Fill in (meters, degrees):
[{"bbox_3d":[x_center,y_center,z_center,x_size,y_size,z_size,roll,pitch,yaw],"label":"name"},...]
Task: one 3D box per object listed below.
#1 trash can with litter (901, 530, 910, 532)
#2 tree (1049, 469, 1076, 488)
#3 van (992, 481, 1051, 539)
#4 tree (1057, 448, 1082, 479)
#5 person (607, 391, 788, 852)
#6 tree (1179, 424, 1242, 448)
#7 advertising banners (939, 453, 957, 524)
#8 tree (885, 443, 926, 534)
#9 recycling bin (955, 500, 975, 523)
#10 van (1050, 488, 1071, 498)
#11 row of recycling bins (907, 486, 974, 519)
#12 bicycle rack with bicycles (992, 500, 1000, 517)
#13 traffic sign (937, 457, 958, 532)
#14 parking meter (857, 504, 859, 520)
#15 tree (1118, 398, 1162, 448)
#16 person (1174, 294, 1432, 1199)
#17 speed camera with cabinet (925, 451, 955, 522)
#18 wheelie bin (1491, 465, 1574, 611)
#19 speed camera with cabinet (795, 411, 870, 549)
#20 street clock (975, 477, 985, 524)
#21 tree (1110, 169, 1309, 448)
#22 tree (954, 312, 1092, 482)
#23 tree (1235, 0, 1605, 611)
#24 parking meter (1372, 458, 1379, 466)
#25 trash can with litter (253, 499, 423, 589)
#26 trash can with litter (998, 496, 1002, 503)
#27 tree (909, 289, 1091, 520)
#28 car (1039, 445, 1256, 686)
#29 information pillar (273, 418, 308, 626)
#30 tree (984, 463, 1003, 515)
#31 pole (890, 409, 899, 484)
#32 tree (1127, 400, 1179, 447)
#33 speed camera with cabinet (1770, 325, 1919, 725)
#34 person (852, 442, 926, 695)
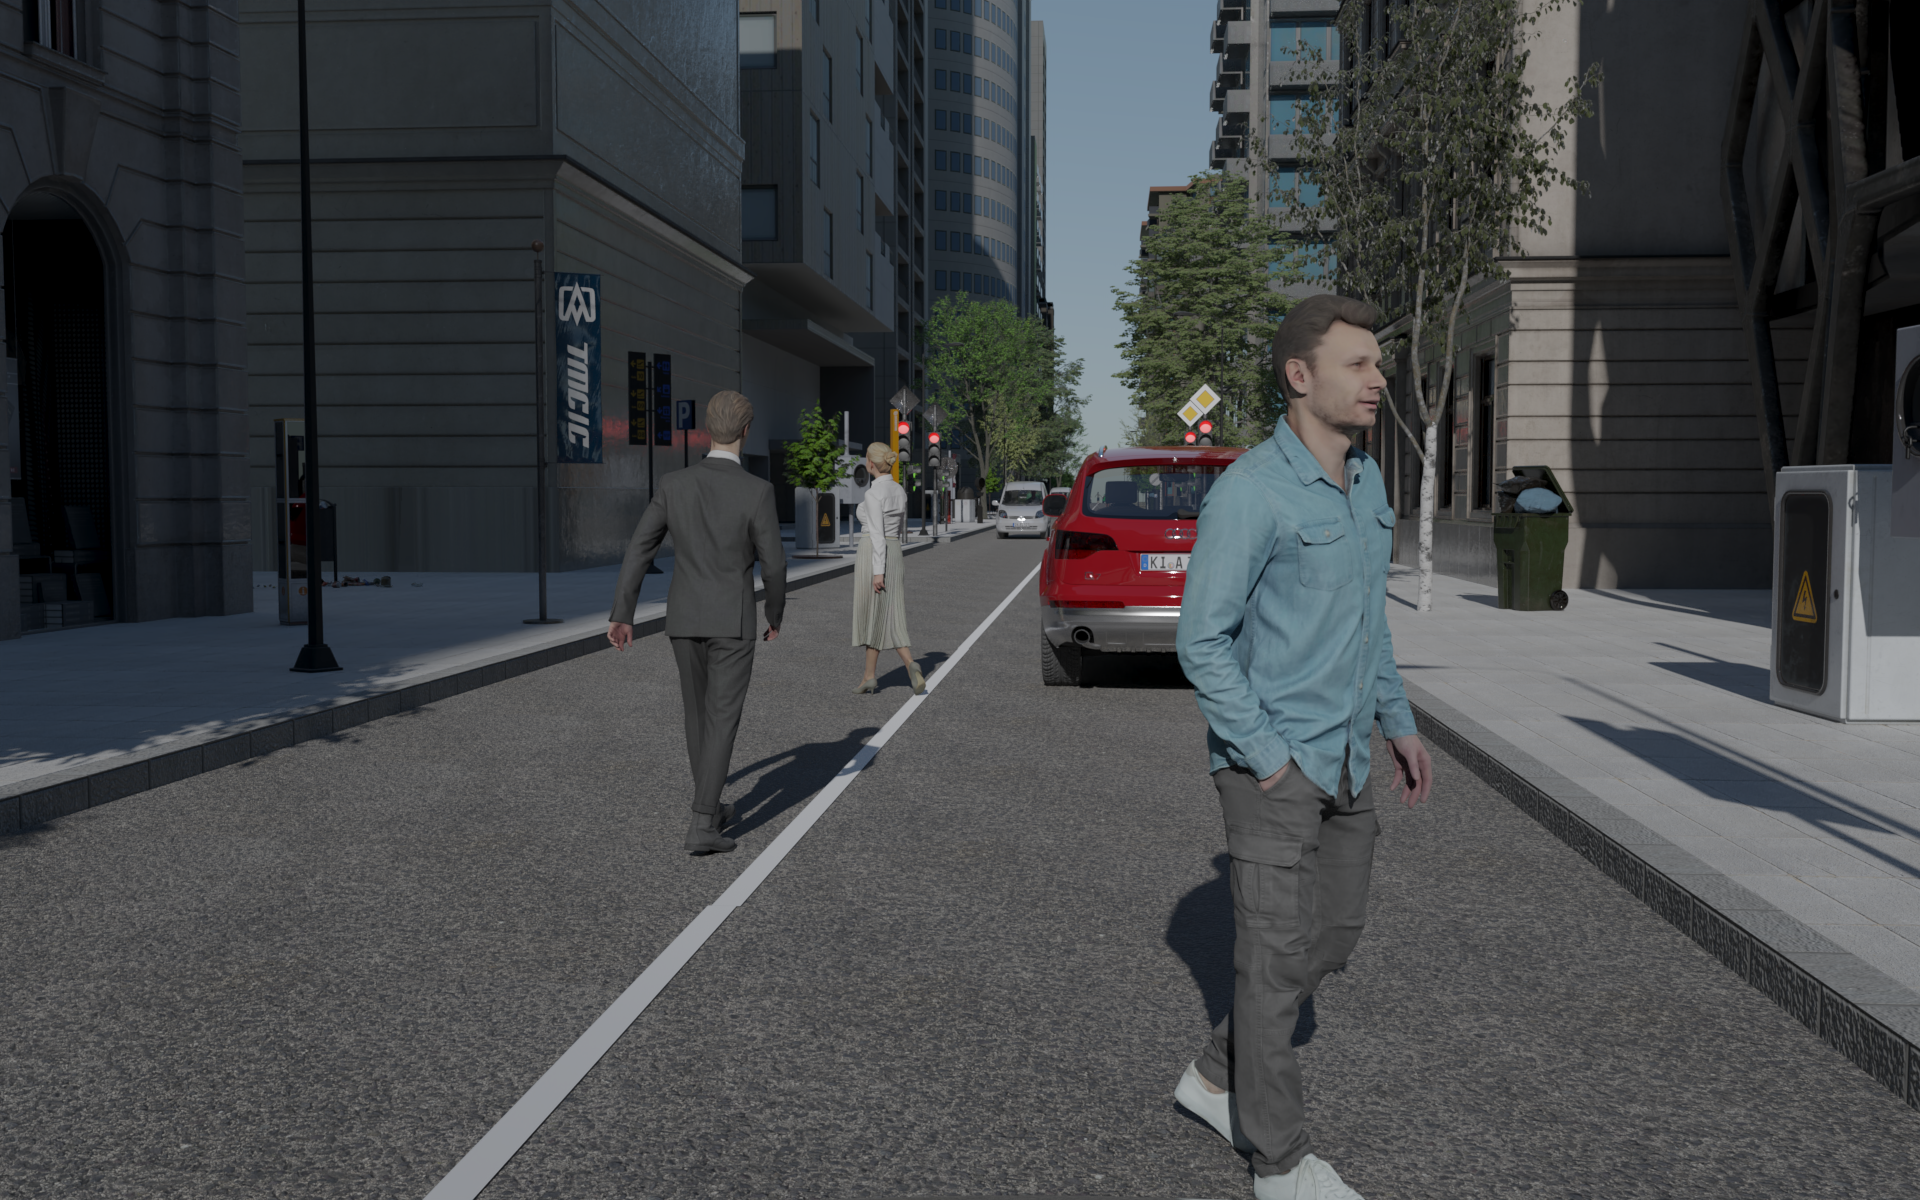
[{"bbox_3d":[-2.519,-2.948,59.258,1.678,1.210,2.233,1,4,21],"label":"trash can with litter"},{"bbox_3d":[14.938,-15.861,243.039,4.285,4.588,4.351,0,3,0],"label":"tree"},{"bbox_3d":[2.085,-3.018,56.348,2.013,2.044,4.112,0,4,5],"label":"van"},{"bbox_3d":[17.303,-21.539,286.574,8.767,10.594,7.601,-1,4,-19],"label":"tree"},{"bbox_3d":[-0.995,0.072,7.093,0.659,1.850,0.755,1,4,15],"label":"person"},{"bbox_3d":[10.085,-5.369,71.492,4.285,4.588,4.351,0,3,0],"label":"tree"},{"bbox_3d":[-0.502,-4.754,73.911,0.090,3.025,2.074,1,4,21],"label":"advertising banners"},{"bbox_3d":[-2.167,-3.774,56.303,1.663,3.219,1.824,0,3,0],"label":"tree"},{"bbox_3d":[0.223,-4.011,78.141,0.722,1.027,0.722,1,4,23],"label":"recycling bin"},{"bbox_3d":[6.397,-6.294,109.918,2.013,2.044,4.112,0,4,5],"label":"van"},{"bbox_3d":[-1.033,-5.152,91.354,3.534,1.692,1.069,0,4,-6],"label":"row of recycling bins"},{"bbox_3d":[1.502,-5.237,99.002,2.852,0.926,2.925,1,4,15],"label":"bicycle rack with bicycles"},{"bbox_3d":[-0.466,-3.614,59.203,0.768,2.556,0.104,1,4,10],"label":"traffic sign"},{"bbox_3d":[-4.897,-4.698,85.229,0.372,1.533,0.369,0,3,0],"label":"parking meter"},{"bbox_3d":[14.189,-11.127,132.290,4.737,8.622,4.395,0,3,0],"label":"tree"},{"bbox_3d":[0.664,0.302,3.581,0.620,1.820,0.660,3,5,39],"label":"person"},{"bbox_3d":[-0.970,-5.213,79.569,0.660,3.252,2.038,-2,4,-30],"label":"speed camera with cabinet"},{"bbox_3d":[6.316,-0.688,19.152,0.693,1.594,0.980,-1,4,-17],"label":"wheelie bin"},{"bbox_3d":[-2.998,-2.849,40.909,0.660,3.252,2.038,3,4,38],"label":"speed camera with cabinet"},{"bbox_3d":[0.877,-4.339,75.508,0.358,2.002,0.471,3,5,41],"label":"street clock"},{"bbox_3d":[8.783,-8.764,61.418,7.486,12.596,7.792,0,3,0],"label":"tree"},{"bbox_3d":[4.087,-13.108,120.978,9.857,13.997,8.962,0,3,0],"label":"tree"},{"bbox_3d":[5.104,-4.197,18.981,4.360,8.622,3.978,0,3,0],"label":"tree"},{"bbox_3d":[6.568,-1.364,28.017,0.255,1.863,0.399,3,4,39],"label":"parking meter"},{"bbox_3d":[-8.612,-0.795,24.048,2.233,1.210,1.678,1,4,12],"label":"trash can with litter"},{"bbox_3d":[3.380,-7.130,127.955,1.055,1.170,0.624,-1,4,-14],"label":"trash can with litter"},{"bbox_3d":[1.214,-9.894,87.518,9.928,11.665,9.643,0,3,0],"label":"tree"},{"bbox_3d":[1.781,-0.348,14.363,2.281,1.827,5.304,0,4,6],"label":"car"},{"bbox_3d":[-6.501,-0.763,16.975,0.304,2.012,0.304,-3,5,-39],"label":"information pillar"},{"bbox_3d":[1.872,-6.930,107.899,1.663,3.219,1.824,0,3,0],"label":"tree"},{"bbox_3d":[-1.575,-2.931,41.763,0.158,3.312,0.155,0,3,0],"label":"pole"},{"bbox_3d":[13.726,-10.319,119.070,4.360,8.622,3.978,0,3,0],"label":"tree"},{"bbox_3d":[5.173,-0.925,9.453,0.660,3.252,2.038,0,4,2],"label":"speed camera with cabinet"},{"bbox_3d":[-0.506,-0.218,12.291,0.641,1.798,0.478,3,5,43],"label":"person"}]
